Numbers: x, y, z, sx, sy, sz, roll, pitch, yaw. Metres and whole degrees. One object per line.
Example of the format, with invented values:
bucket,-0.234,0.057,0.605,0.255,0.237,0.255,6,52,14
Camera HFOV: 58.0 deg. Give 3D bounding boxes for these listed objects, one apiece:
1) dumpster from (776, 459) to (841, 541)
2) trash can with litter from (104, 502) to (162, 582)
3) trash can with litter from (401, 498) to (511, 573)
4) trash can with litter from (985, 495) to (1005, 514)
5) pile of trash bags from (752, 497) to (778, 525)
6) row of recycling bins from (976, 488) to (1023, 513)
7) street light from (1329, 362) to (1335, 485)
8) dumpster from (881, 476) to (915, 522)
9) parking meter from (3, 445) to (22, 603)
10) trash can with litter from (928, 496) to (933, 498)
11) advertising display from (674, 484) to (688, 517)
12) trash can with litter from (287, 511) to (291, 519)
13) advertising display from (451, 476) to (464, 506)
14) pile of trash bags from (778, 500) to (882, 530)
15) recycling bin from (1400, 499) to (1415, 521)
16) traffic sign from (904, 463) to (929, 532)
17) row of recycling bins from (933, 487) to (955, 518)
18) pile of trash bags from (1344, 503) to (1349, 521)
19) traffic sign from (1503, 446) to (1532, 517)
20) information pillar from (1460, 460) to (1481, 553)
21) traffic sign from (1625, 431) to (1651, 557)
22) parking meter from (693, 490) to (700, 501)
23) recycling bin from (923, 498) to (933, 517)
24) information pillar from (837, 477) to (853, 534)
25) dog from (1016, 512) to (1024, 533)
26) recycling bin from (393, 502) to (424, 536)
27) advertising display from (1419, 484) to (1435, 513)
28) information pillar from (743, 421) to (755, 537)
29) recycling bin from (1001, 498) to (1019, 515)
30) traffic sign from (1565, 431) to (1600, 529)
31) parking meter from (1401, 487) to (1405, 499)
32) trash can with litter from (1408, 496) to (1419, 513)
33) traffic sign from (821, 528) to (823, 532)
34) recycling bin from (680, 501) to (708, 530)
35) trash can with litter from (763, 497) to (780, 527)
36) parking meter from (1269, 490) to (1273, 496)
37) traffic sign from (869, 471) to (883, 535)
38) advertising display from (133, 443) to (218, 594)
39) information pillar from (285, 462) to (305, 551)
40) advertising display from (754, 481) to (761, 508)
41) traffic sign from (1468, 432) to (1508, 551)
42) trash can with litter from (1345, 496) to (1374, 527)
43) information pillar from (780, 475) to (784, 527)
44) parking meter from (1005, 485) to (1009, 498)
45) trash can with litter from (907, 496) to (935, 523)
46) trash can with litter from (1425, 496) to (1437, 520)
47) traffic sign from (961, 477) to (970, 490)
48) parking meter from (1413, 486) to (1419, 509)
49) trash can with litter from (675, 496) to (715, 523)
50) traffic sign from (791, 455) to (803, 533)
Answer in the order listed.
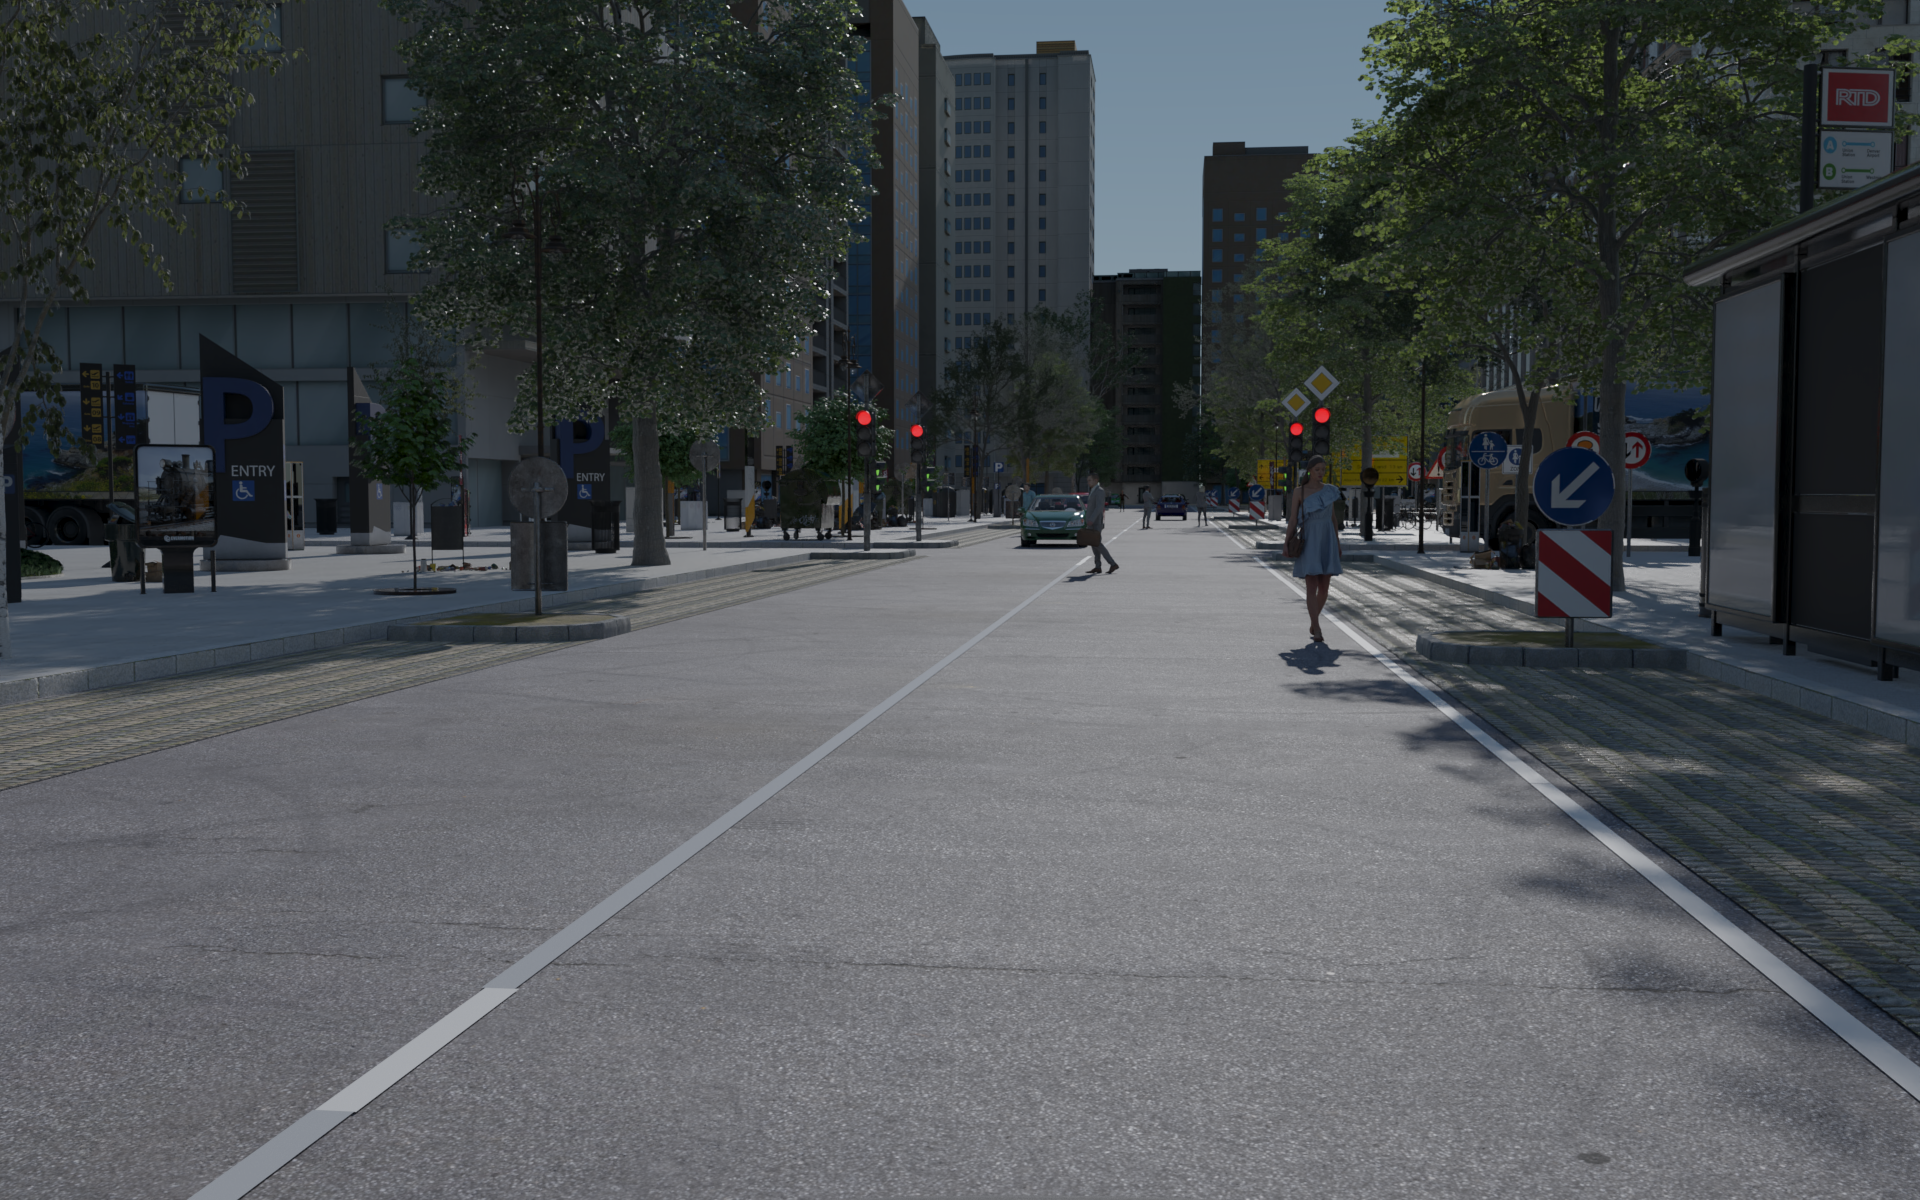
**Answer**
dumpster,-4.225,-2.793,48.161,1.502,2.255,1.985,0,4,7
trash can with litter,-11.967,-0.858,25.411,1.055,1.170,0.624,1,4,8
trash can with litter,-8.200,-1.102,29.077,2.233,1.210,1.678,-1,4,-16
trash can with litter,2.260,-6.040,109.812,2.233,1.210,1.678,-1,4,-14
pile of trash bags,-7.269,-3.866,72.969,1.912,1.369,3.447,2,4,27
row of recycling bins,2.766,-6.771,117.824,3.534,1.692,1.069,-1,4,-15
street light,12.694,-5.289,59.269,0.468,5.910,1.993,0,4,7
dumpster,-2.831,-4.792,80.842,1.502,2.255,1.985,0,4,7
parking meter,-11.276,-0.893,20.313,0.255,1.863,0.399,1,4,20
trash can with litter,-1.768,-5.836,106.804,0.624,1.170,1.055,1,4,16
advertising display,-15.685,-5.613,96.987,0.974,1.923,0.123,-3,5,-40
trash can with litter,-13.945,-1.419,34.580,0.624,1.170,1.055,2,4,26
advertising display,-18.046,-3.486,62.210,0.123,1.923,0.974,-3,4,-37
pile of trash bags,-4.464,-3.215,62.321,3.447,1.369,1.912,2,4,27
recycling bin,21.658,-4.361,83.856,0.722,1.027,0.722,0,4,1
traffic sign,-1.489,-3.615,59.115,0.884,2.594,0.081,1,4,12
row of recycling bins,-0.855,-5.430,95.896,1.069,1.692,3.534,-1,4,-8
pile of trash bags,18.305,-4.557,84.257,3.447,1.369,1.912,-2,4,-30
traffic sign,11.614,-2.080,36.143,0.606,2.300,0.079,1,4,12
information pillar,11.124,-2.035,37.761,0.304,2.012,0.304,-1,4,-22
traffic sign,13.615,-2.146,35.197,0.768,2.556,0.104,1,4,10
parking meter,-14.750,-5.424,97.096,0.372,1.533,0.369,0,3,0
recycling bin,-1.657,-5.286,98.984,0.722,1.027,0.722,3,4,37
information pillar,-3.722,-3.967,56.222,0.504,3.616,0.183,-2,4,-34
dog,2.489,-2.880,63.922,0.513,0.831,0.800,-3,4,-36
recycling bin,-16.979,-2.493,53.318,0.722,1.027,0.722,0,3,0
advertising display,28.672,-6.186,106.353,0.974,1.923,0.123,1,4,9
information pillar,-6.249,-3.673,51.409,0.183,3.616,0.504,1,4,18
recycling bin,3.078,-5.597,104.071,0.722,1.027,0.722,1,4,19
traffic sign,12.600,-2.133,34.988,0.768,2.556,0.104,1,4,14
parking meter,27.008,-6.131,105.949,0.399,1.863,0.255,2,4,32
trash can with litter,27.251,-5.673,104.142,0.624,1.170,1.055,2,4,35
traffic sign,-4.593,-3.514,57.461,0.884,2.594,0.081,1,4,14
recycling bin,-9.535,-3.031,62.108,0.722,1.027,0.722,2,4,29
trash can with litter,-7.020,-3.444,67.361,2.233,1.210,1.678,0,4,4
parking meter,19.097,-6.155,106.343,0.255,1.863,0.399,1,4,9
traffic sign,-2.831,-3.318,54.247,0.884,2.594,0.081,1,4,14
advertising display,-10.122,-1.050,22.374,0.974,1.923,0.123,-2,4,-35
information pillar,-15.115,-2.130,39.311,0.304,2.012,0.304,3,4,36
advertising display,-10.280,-5.018,87.260,0.123,1.923,0.974,1,4,20
traffic sign,10.772,-2.158,35.396,0.768,2.556,0.104,1,4,13
trash can with litter,15.309,-3.461,67.649,1.678,1.210,2.233,1,4,15
information pillar,-6.602,-3.736,65.572,0.304,2.012,0.304,2,4,27
parking meter,3.027,-6.259,108.050,0.399,1.863,0.255,3,4,36
trash can with litter,-2.188,-4.021,76.794,1.678,1.210,2.233,-1,4,-22
trash can with litter,22.844,-4.417,83.611,0.624,1.170,1.055,0,4,-5
traffic sign,0.368,-6.194,103.403,0.606,2.300,0.079,1,4,10
parking meter,31.320,-6.928,118.978,0.399,1.863,0.255,2,4,29
trash can with litter,-12.030,-4.041,77.126,2.233,1.210,1.678,-1,4,-12
traffic sign,-5.260,-3.476,56.829,0.884,2.594,0.081,1,4,15
